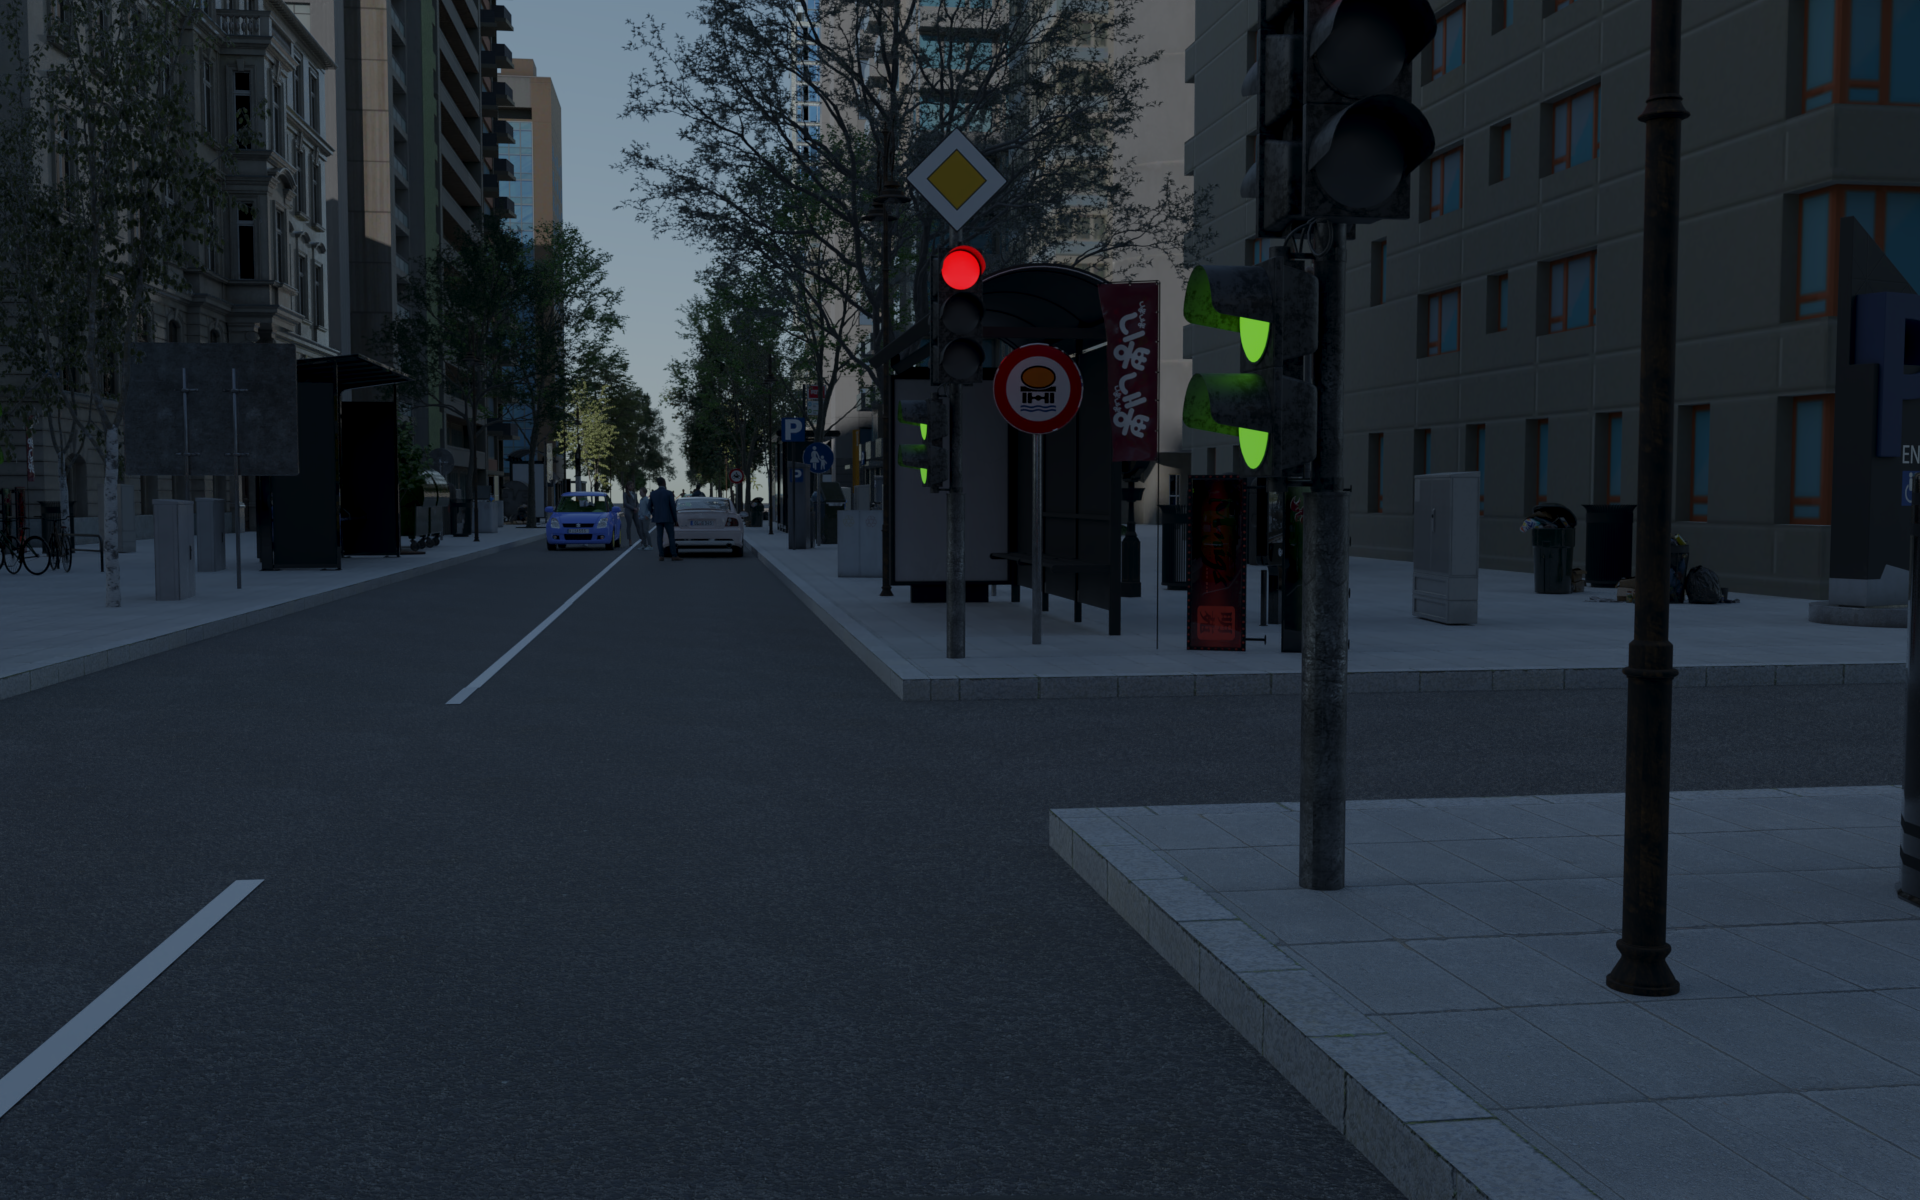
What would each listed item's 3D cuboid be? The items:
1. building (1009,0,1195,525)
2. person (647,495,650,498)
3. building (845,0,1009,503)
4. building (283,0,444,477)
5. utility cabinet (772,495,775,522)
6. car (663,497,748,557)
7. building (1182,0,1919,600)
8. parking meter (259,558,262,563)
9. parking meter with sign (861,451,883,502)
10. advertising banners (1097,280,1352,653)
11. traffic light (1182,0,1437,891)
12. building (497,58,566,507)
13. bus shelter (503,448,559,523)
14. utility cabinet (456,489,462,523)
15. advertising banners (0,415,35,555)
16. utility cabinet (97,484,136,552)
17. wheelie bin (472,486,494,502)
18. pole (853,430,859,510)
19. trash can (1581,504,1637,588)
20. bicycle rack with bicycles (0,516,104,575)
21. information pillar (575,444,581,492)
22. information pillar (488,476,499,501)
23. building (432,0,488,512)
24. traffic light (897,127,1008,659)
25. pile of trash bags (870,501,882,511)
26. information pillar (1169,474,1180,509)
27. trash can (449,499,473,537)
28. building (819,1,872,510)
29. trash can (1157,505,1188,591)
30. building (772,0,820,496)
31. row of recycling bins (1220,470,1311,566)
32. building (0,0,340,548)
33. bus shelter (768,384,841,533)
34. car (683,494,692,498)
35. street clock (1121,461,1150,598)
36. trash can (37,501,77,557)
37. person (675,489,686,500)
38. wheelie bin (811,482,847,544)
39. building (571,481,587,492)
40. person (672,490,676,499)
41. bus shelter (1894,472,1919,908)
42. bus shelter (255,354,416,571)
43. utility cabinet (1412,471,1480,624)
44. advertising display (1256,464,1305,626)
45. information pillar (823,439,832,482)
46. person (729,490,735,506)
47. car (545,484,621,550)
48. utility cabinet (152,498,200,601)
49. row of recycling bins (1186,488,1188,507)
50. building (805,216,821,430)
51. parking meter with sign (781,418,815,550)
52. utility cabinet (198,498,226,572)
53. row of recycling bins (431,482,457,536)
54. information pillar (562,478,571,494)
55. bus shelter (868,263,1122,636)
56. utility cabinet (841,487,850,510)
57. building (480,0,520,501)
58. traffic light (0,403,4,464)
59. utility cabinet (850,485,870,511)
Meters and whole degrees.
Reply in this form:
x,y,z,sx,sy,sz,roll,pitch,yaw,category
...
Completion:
x,y,z,sx,sy,sz,roll,pitch,yaw,category
15.365,-23.697,79.333,32.217,40.220,23.993,-1,4,-9,building
-22.587,-7.118,124.755,0.599,1.838,0.709,-2,4,-29,person
4.934,-30.242,114.058,23.786,49.044,30.456,-1,4,-9,building
-35.630,-24.901,90.720,14.154,41.232,14.086,-1,4,-9,building
-8.312,-4.259,80.799,1.020,1.237,0.306,-2,4,-28,utility cabinet
-6.031,-1.740,40.805,2.083,1.381,4.827,0,4,-7,car
22.535,-11.682,36.046,28.899,21.520,27.650,-1,4,-9,building
-12.990,-1.477,32.564,0.372,1.533,0.369,0,3,0,parking meter
-3.137,-4.580,71.150,1.738,3.016,0.543,-1,4,-15,parking meter with sign
2.126,-1.095,14.084,2.074,3.025,0.090,1,4,17,advertising banners
1.165,-1.017,5.553,0.839,4.253,0.868,-1,4,-9,traffic light
-49.206,-32.531,181.993,14.600,45.320,14.200,-1,4,-9,building
-19.652,-5.240,79.603,2.014,3.302,5.546,-1,4,-9,bus shelter
-21.860,-4.049,74.877,0.318,1.500,1.173,0,4,1,utility cabinet
-20.345,-2.523,37.443,0.090,3.025,2.074,-1,4,-9,advertising banners
-18.517,-1.796,38.049,1.173,1.500,0.318,3,5,41,utility cabinet
-17.859,-3.475,64.725,0.980,1.594,0.693,0,4,-3,wheelie bin
-3.295,-3.735,54.911,0.158,3.312,0.155,0,3,0,pole
8.928,-0.744,23.825,0.748,1.137,0.748,0,3,0,trash can
-15.320,-0.905,28.179,2.925,0.926,2.852,3,5,42,bicycle rack with bicycles
-17.861,-5.486,81.050,0.183,3.616,0.504,-3,4,-36,information pillar
-18.739,-3.981,69.574,0.304,2.012,0.304,1,4,17,information pillar
-41.888,-29.593,107.555,21.300,48.544,21.600,-1,4,-9,building
-0.051,-1.500,13.445,0.839,4.253,0.868,-1,4,-9,traffic light
-1.669,-2.385,48.741,1.912,1.369,3.447,1,4,19,pile of trash bags
7.796,-3.581,63.046,0.304,2.012,0.304,2,4,28,information pillar
-14.932,-2.455,51.785,0.748,1.137,0.748,0,3,0,trash can
-1.002,-36.727,142.481,21.231,58.520,28.212,-1,4,-9,building
3.008,-0.707,23.213,0.748,1.137,0.748,0,3,0,trash can
-13.923,-56.183,231.261,22.319,86.520,31.000,-1,4,-9,building
5.576,-1.498,31.597,1.069,1.692,3.534,-1,4,-22,row of recycling bins
-29.509,-14.529,56.634,14.460,24.649,34.723,-1,4,-9,building
-5.569,-5.089,60.838,2.179,5.291,8.768,-1,4,-9,bus shelter
-17.588,-6.280,114.483,2.131,1.459,4.920,0,4,-7,car
2.127,-1.037,21.519,0.358,2.002,0.471,-3,4,-37,street clock
-18.570,-1.468,35.654,0.748,1.137,0.748,0,3,0,trash can
-20.440,-7.305,127.956,1.348,1.822,0.705,-1,4,-21,person
-3.395,-2.237,44.484,0.980,1.594,0.693,-3,4,-37,wheelie bin
-65.225,-32.542,223.944,32.217,40.220,23.993,-1,4,-9,building
-31.510,-11.143,190.619,0.705,1.831,1.348,-2,4,-32,person
3.759,-1.448,1.302,2.179,5.291,8.768,-1,4,-9,bus shelter
-11.379,-2.487,31.941,1.731,3.624,6.357,-1,4,-9,bus shelter
4.862,-0.533,17.401,0.318,1.500,1.173,0,4,-2,utility cabinet
3.179,-0.730,17.157,0.123,1.923,0.974,2,4,32,advertising display
-5.699,-5.055,74.009,0.504,3.616,0.183,1,4,12,information pillar
-21.825,-9.655,166.363,1.348,1.823,0.705,3,5,43,person
-9.798,-2.178,45.201,1.945,1.707,3.694,0,4,-7,car
-9.648,-0.620,21.299,0.306,1.237,1.020,-1,4,-14,utility cabinet
7.881,-2.653,50.494,1.069,1.692,3.534,-2,4,-32,row of recycling bins
-5.635,-31.393,205.164,32.217,40.220,23.993,-1,4,-9,building
-3.726,-2.700,40.403,0.543,3.016,1.738,0,4,5,parking meter with sign
-12.547,-1.093,29.034,0.306,1.237,1.020,-1,4,-14,utility cabinet
-16.415,-2.873,54.089,1.069,1.692,3.534,0,4,-8,row of recycling bins
-18.548,-4.723,81.719,0.304,2.012,0.304,-3,5,-44,information pillar
0.328,-1.468,17.926,2.014,3.302,5.546,-1,4,-9,bus shelter
-3.882,-2.763,53.856,0.318,1.500,1.173,3,4,38,utility cabinet
-45.999,-29.229,132.522,22.147,44.769,28.867,-1,4,-9,building
-7.324,-1.431,12.313,0.839,4.253,0.868,-1,4,-9,traffic light
-2.312,-1.955,40.641,0.318,1.500,1.173,0,4,-7,utility cabinet
